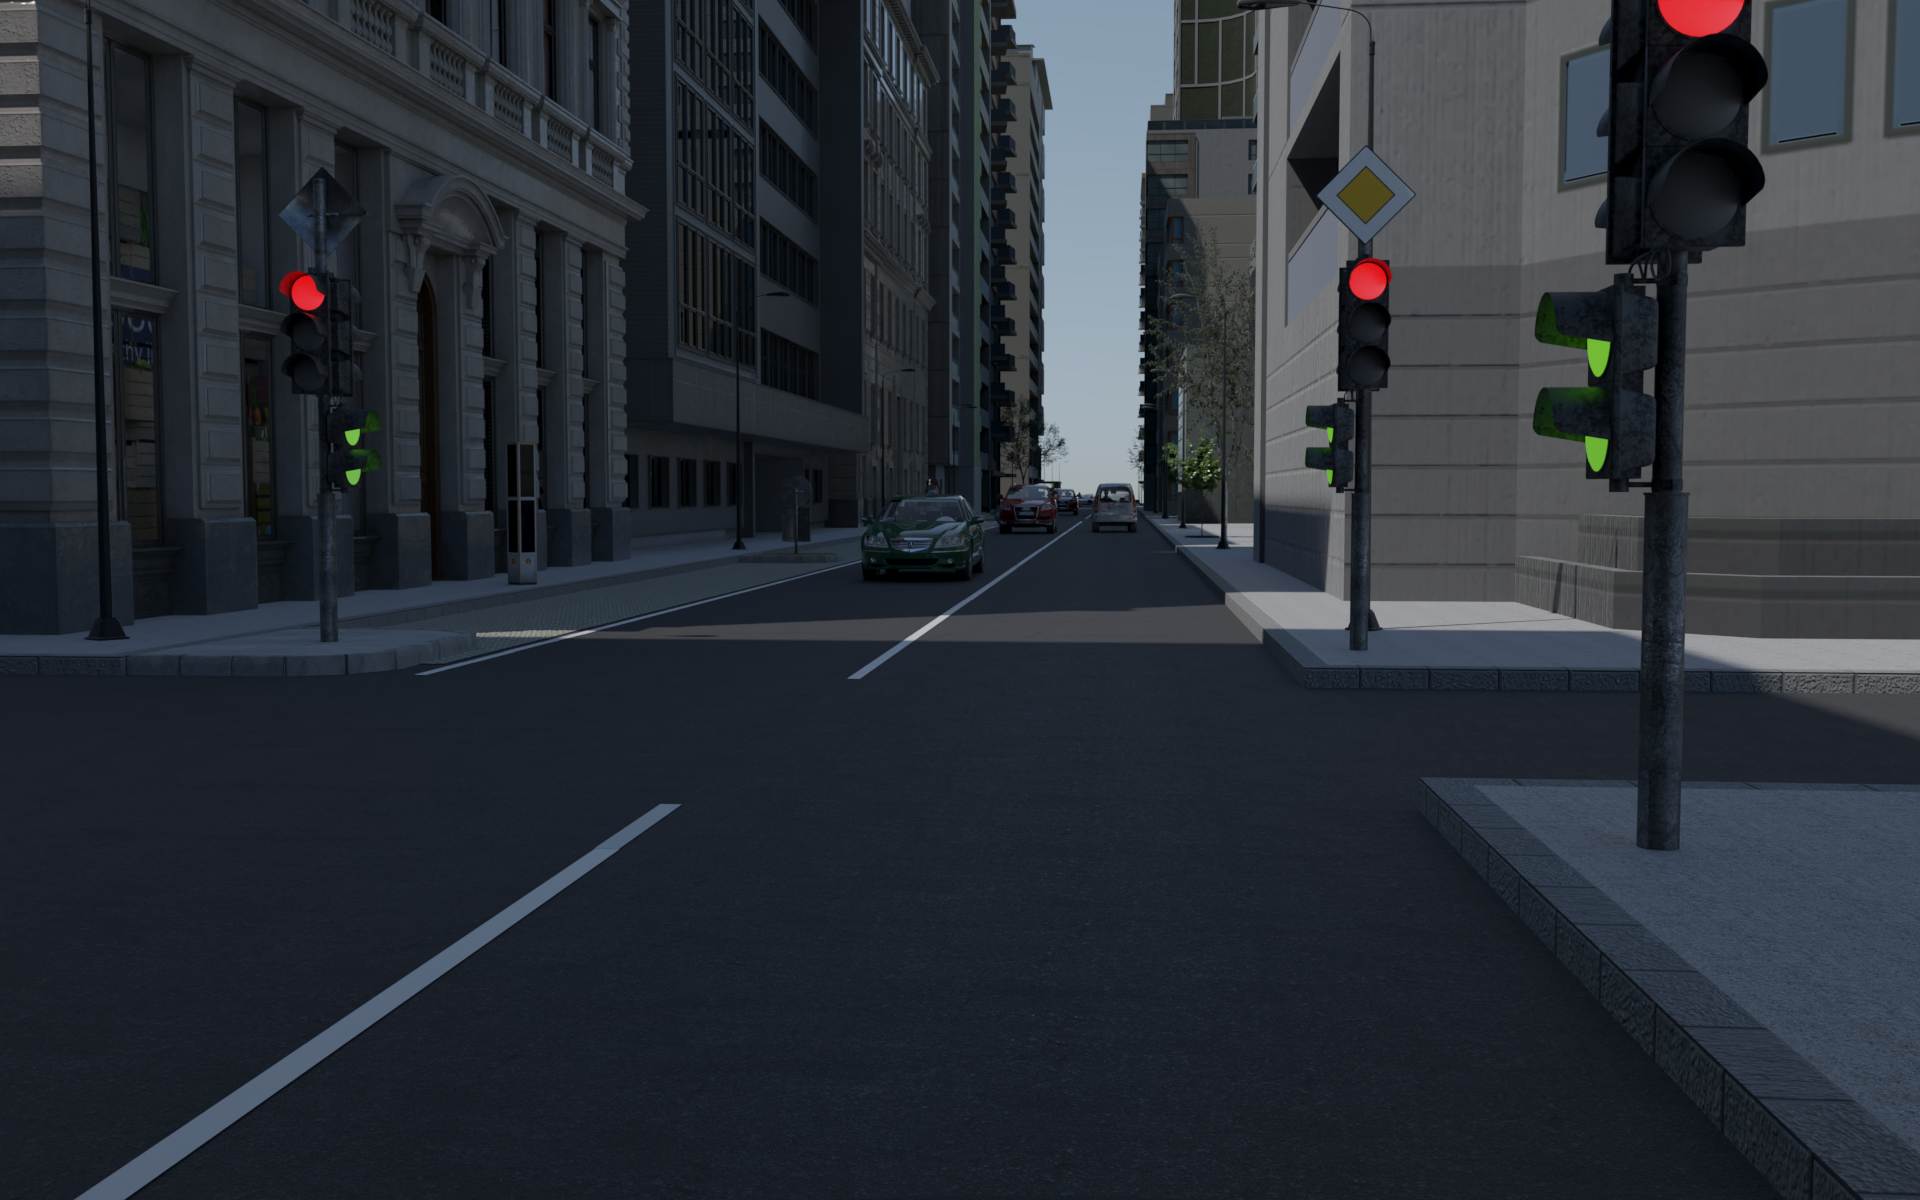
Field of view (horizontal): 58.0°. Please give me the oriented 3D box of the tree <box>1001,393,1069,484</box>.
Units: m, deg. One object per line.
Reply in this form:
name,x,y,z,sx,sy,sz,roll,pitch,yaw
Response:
tree,5.990,-13.736,158.989,8.767,10.594,7.601,1,4,9

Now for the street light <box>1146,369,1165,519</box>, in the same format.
street light,7.770,-5.619,64.411,1.470,5.913,1.316,0,4,5

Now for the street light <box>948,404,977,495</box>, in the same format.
street light,0.222,-7.278,91.540,1.470,5.913,1.316,0,4,5

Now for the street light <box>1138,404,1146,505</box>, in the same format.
street light,10.311,-7.293,91.784,1.470,5.913,1.316,0,4,5

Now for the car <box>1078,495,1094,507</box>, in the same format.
car,14.294,-11.204,195.548,2.083,1.381,4.827,0,4,5

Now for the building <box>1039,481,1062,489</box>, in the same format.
building,-2.393,-33.264,235.740,32.217,40.220,23.993,0,4,5

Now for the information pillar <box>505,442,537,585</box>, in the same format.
information pillar,-6.195,-1.222,24.475,0.304,2.012,0.304,3,5,41

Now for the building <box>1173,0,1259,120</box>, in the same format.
building,27.061,-43.667,152.208,20.563,71.187,20.611,0,4,5

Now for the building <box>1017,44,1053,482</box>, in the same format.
building,-3.635,-37.947,209.666,28.713,52.752,27.495,0,4,5

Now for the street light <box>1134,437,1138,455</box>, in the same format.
street light,12.655,-8.814,116.650,1.470,5.913,1.316,0,4,5

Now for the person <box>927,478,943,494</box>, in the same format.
person,-0.543,-1.936,40.240,0.616,1.811,0.778,-3,4,-38

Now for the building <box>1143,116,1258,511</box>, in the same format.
building,21.585,-22.315,136.558,14.160,30.474,14.107,0,4,5

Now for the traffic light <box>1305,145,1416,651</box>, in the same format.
traffic light,3.261,-1.542,14.136,0.839,4.253,0.868,0,4,5

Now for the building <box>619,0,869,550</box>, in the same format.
building,-11.783,-14.127,50.051,14.314,24.678,30.058,0,4,5

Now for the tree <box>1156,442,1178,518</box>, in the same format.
tree,12.398,-6.820,95.214,4.285,4.588,4.351,0,3,0

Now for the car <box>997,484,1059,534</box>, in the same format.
car,2.567,-3.405,64.347,2.281,1.827,5.304,0,4,5

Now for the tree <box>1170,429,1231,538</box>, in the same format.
tree,7.149,-3.459,51.161,1.663,3.219,1.824,0,3,0

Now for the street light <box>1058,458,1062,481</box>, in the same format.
street light,12.381,-15.283,222.418,1.470,5.913,1.316,0,4,5

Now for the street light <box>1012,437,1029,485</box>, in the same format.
street light,4.788,-10.285,140.698,1.470,5.913,1.316,0,4,5

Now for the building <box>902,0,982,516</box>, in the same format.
building,-6.346,-25.293,97.128,14.154,41.232,14.086,0,4,5

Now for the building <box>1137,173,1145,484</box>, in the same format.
building,34.920,-35.245,230.882,22.147,44.769,28.867,0,4,5

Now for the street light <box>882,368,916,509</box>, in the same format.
street light,-2.317,-5.604,64.164,1.470,5.913,1.316,0,4,5

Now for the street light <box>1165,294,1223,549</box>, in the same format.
street light,5.604,-4.145,40.320,1.470,5.913,1.316,0,4,5

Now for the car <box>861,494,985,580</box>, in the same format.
car,-0.586,-1.132,30.303,2.131,1.459,4.920,0,4,5

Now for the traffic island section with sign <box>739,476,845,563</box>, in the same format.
traffic island section with sign,-3.496,-1.711,36.598,1.989,1.847,2.006,0,4,5

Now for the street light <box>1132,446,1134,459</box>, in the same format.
street light,14.994,-10.310,141.113,1.470,5.913,1.316,0,4,5

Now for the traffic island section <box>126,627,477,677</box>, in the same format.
traffic island section,-5.503,0.441,15.069,2.009,0.180,2.903,0,4,5

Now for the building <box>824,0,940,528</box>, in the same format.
building,-8.349,-17.128,77.300,12.463,27.353,25.104,0,4,5

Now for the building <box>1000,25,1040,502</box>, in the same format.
building,-2.694,-34.313,184.719,21.300,48.544,21.600,0,4,5

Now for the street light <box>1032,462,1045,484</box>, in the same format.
street light,7.872,-12.329,174.123,1.470,5.913,1.316,0,4,5

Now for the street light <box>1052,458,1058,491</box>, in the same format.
street light,10.191,-13.810,198.329,1.470,5.913,1.316,0,4,5

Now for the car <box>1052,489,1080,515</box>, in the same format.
car,7.100,-6.752,119.070,2.281,1.827,5.304,0,4,4

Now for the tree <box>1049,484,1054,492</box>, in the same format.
tree,13.608,-15.582,249.369,1.663,3.219,1.824,0,3,0

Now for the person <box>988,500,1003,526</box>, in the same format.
person,1.761,-3.949,78.559,1.012,1.151,0.738,-2,4,-27

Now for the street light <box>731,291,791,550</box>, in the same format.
street light,-4.572,-4.116,39.833,1.470,5.913,1.316,0,4,5

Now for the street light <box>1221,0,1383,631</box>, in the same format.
street light,3.277,-2.673,16.243,1.470,5.913,1.316,0,4,5

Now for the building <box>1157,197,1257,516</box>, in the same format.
building,27.246,-16.496,114.750,27.650,21.520,28.899,0,4,5

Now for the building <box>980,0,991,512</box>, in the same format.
building,-9.374,-30.075,115.424,21.300,48.544,21.600,0,4,5

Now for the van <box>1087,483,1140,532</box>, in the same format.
van,5.878,-3.618,66.160,2.013,2.044,4.112,0,4,3

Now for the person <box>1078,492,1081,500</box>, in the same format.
person,17.047,-14.528,246.697,0.551,1.740,0.621,-3,5,-42

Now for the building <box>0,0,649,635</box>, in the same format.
building,-12.099,-11.974,24.652,11.050,23.489,19.941,0,4,5

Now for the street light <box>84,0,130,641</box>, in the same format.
street light,-6.997,-2.601,15.065,1.470,5.913,1.316,0,4,5

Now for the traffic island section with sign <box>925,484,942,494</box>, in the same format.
traffic island section with sign,-0.955,-3.375,63.804,1.989,1.847,2.006,0,4,5

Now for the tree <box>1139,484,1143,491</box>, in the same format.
tree,19.147,-11.103,176.138,1.663,3.219,1.824,0,3,0

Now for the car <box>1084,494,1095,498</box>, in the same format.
car,16.702,-13.000,224.349,2.131,1.459,4.920,0,4,5

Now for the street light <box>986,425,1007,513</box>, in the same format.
street light,2.472,-8.812,116.621,1.470,5.913,1.316,0,4,5

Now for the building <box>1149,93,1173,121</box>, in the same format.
building,33.019,-35.593,205.647,21.300,48.544,21.600,0,4,5

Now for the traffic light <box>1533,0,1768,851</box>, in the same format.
traffic light,2.520,-1.056,6.186,0.839,4.253,0.868,0,4,5

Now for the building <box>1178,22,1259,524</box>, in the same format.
building,20.452,-46.118,66.693,22.319,86.520,31.000,0,4,5

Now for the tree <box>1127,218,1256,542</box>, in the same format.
tree,6.959,-5.840,45.851,4.360,8.622,3.978,0,3,0

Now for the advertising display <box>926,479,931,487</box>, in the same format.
advertising display,-1.374,-4.333,76.065,0.123,1.923,0.974,0,4,4

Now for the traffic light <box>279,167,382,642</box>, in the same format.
traffic light,-5.464,-1.591,14.930,0.839,4.253,0.868,0,4,5

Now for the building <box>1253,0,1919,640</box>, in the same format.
building,18.951,-29.366,22.138,28.212,58.520,21.231,0,4,5

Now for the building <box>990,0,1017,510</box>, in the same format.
building,-6.856,-29.732,140.746,22.147,44.769,28.867,0,4,5
